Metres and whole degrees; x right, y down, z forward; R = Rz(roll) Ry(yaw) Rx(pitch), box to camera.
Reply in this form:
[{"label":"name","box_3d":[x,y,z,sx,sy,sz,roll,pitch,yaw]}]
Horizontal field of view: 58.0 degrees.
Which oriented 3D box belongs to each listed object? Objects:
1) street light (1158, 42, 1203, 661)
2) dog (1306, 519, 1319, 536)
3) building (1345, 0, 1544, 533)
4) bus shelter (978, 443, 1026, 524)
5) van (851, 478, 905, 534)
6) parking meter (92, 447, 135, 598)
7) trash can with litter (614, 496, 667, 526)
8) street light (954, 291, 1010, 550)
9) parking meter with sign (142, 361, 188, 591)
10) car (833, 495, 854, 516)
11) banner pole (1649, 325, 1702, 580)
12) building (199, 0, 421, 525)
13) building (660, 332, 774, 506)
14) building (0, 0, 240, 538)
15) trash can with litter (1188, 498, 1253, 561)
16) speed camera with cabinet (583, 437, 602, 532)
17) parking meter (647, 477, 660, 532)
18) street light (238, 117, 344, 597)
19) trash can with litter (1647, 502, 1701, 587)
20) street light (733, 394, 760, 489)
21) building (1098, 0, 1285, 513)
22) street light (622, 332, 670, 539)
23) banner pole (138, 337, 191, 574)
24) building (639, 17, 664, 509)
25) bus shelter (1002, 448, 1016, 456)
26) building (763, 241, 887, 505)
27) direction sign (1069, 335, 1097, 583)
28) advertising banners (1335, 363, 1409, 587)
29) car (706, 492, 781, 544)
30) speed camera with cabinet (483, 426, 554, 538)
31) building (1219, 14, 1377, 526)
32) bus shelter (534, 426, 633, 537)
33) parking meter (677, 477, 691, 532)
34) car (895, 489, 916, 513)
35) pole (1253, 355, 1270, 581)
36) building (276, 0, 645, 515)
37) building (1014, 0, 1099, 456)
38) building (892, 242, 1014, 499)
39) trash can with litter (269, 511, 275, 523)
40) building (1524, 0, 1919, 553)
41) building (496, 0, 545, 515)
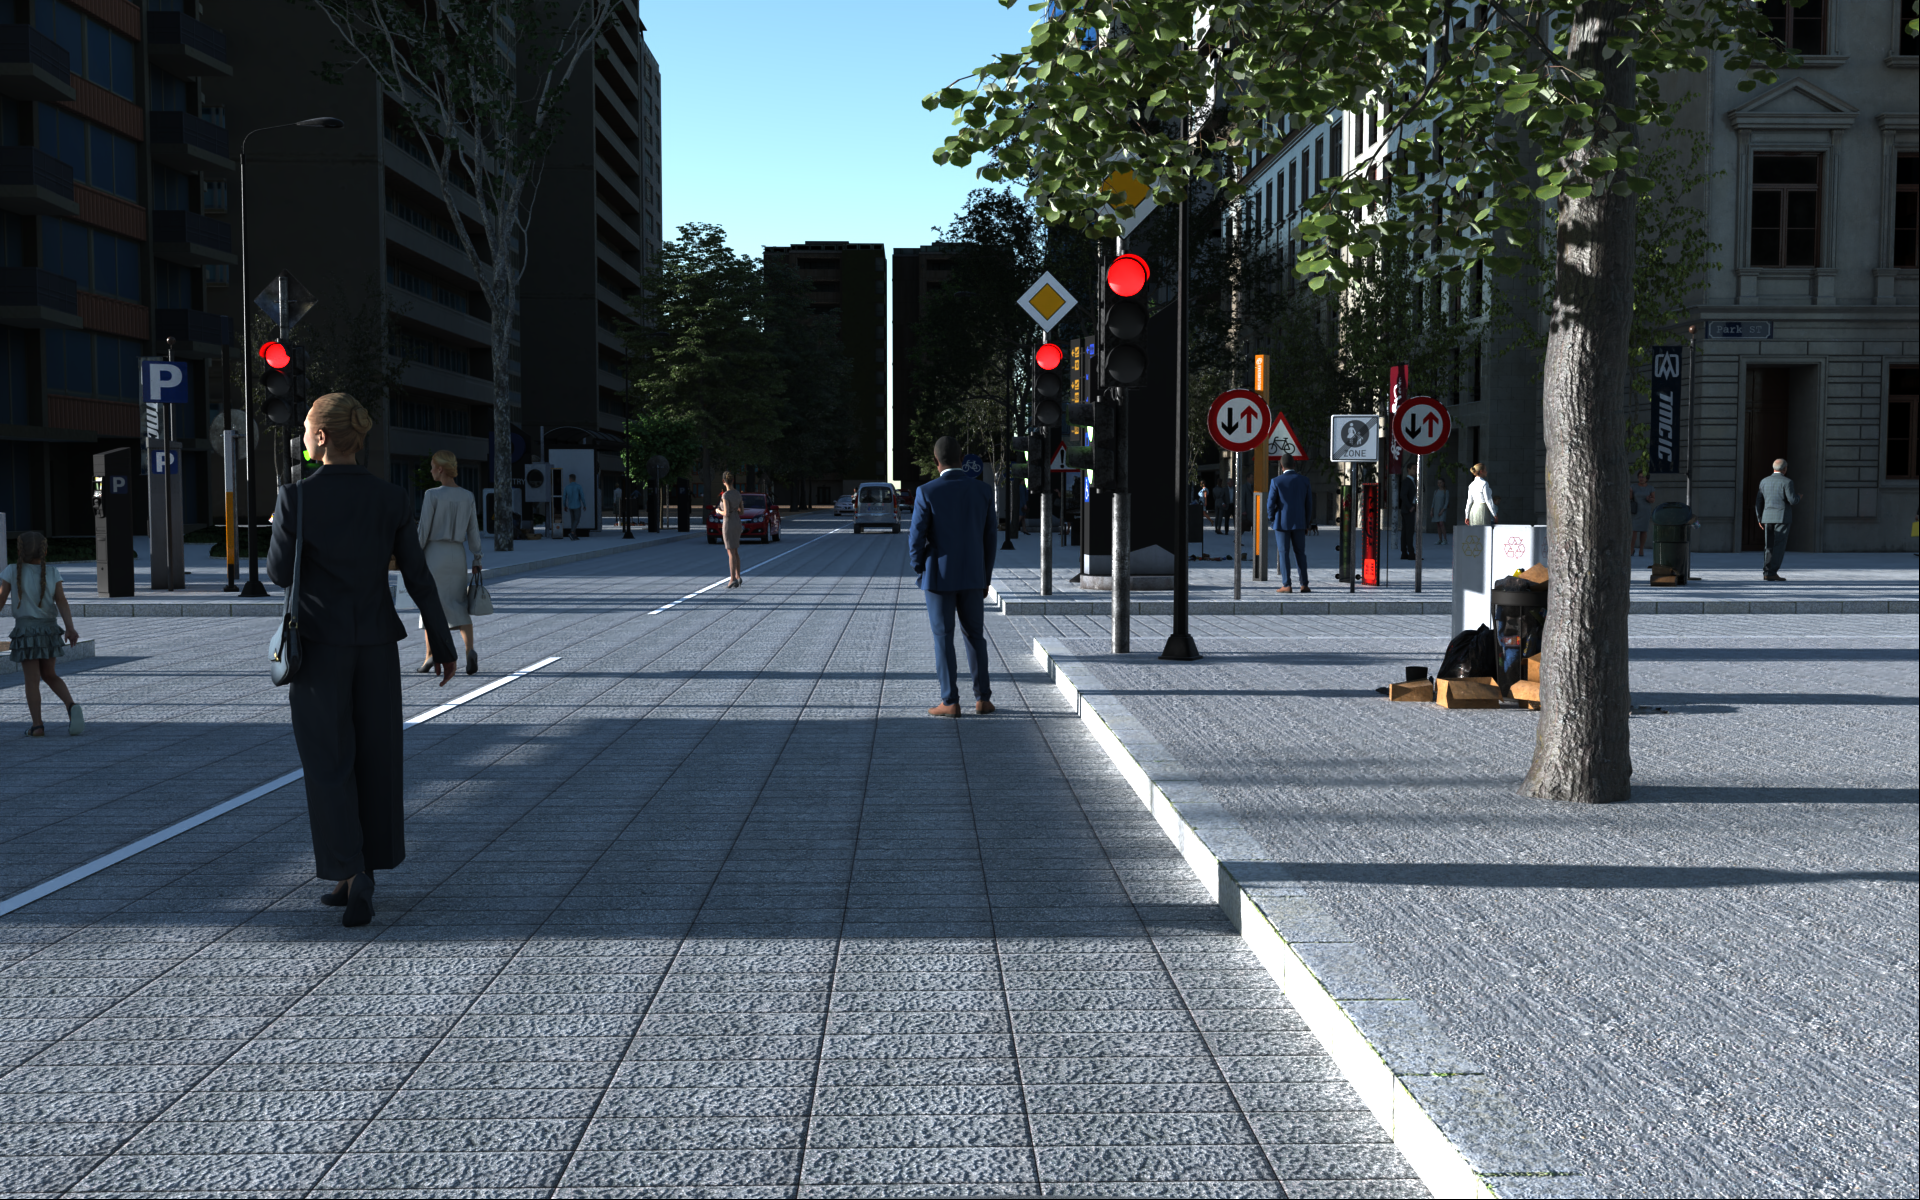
[{"label":"street light","box_3d":[1.176,-2.493,13.303,1.470,5.913,1.316,0,4,-1]},{"label":"dog","box_3d":[10.899,-2.247,53.568,0.406,0.507,0.540,1,4,11]},{"label":"building","box_3d":[20.341,-12.456,58.405,10.420,20.320,16.860,0,4,-1]},{"label":"bus shelter","box_3d":[1.747,-4.701,70.789,2.014,3.302,5.546,0,4,-1]},{"label":"van","box_3d":[-3.048,-3.493,64.125,2.013,2.044,4.112,0,4,-1]},{"label":"parking meter","box_3d":[-10.546,-0.970,21.565,0.255,1.863,0.399,2,4,34]},{"label":"trash can with litter","box_3d":[-13.536,-3.810,73.357,2.233,1.210,1.678,1,4,11]},{"label":"street light","box_3d":[0.563,-4.118,39.863,1.470,5.913,1.316,0,4,-1]},{"label":"parking meter with sign","box_3d":[-10.784,-1.669,23.544,0.543,3.016,1.738,-2,4,-25]},{"label":"car","box_3d":[-7.247,-6.203,113.775,2.083,1.381,4.827,0,3,0]},{"label":"banner pole","box_3d":[10.646,-2.187,25.776,0.863,3.779,0.401,0,4,-4]},{"label":"building","box_3d":[-34.852,-27.961,80.868,21.300,48.544,21.600,0,4,-1]},{"label":"building","box_3d":[-37.109,-22.153,207.239,28.899,21.520,27.650,0,4,-1]},{"label":"building","box_3d":[-34.303,-24.048,47.814,22.147,44.769,28.867,0,4,-1]},{"label":"trash can with litter","box_3d":[4.822,-1.367,33.410,2.233,1.210,1.678,1,4,10]},{"label":"speed camera with cabinet","box_3d":[-12.666,-3.987,59.530,0.660,3.252,2.038,-1,4,-15]},{"label":"parking meter","box_3d":[-10.293,-3.208,58.160,0.255,1.863,0.399,1,4,22]},{"label":"street light","box_3d":[-8.298,-2.995,21.515,1.470,5.913,1.316,0,4,-1]},{"label":"trash can with litter","box_3d":[10.001,-0.789,24.285,0.624,1.170,1.055,2,4,27]},{"label":"street light","box_3d":[-9.740,-6.510,78.979,1.470,5.913,1.316,0,4,-1]},{"label":"building","box_3d":[26.293,-33.995,145.053,28.713,52.752,27.495,0,4,-1]},{"label":"street light","box_3d":[-9.013,-4.722,49.751,1.470,5.913,1.316,0,4,-1]},{"label":"banner pole","box_3d":[-12.761,-2.305,27.697,0.863,3.779,0.401,1,4,14]},{"label":"building","box_3d":[-33.382,-28.575,150.799,14.086,41.232,14.154,0,4,-1]},{"label":"bus shelter","box_3d":[3.120,-5.927,88.187,1.731,3.624,6.357,0,4,-2]},{"label":"building","box_3d":[-15.438,-26.238,200.686,14.107,30.474,14.160,0,4,-1]},{"label":"direction sign","box_3d":[1.786,-2.029,25.166,0.379,3.537,0.876,-1,4,-19]},{"label":"advertising banners","box_3d":[5.754,-1.715,24.232,0.090,3.025,2.074,-1,4,-13]},{"label":"car","box_3d":[-6.369,-2.579,51.203,2.155,1.783,4.494,0,4,0]},{"label":"speed camera with cabinet","box_3d":[-12.884,-3.436,50.507,2.038,3.252,0.660,1,4,14]},{"label":"building","box_3d":[22.158,-15.255,82.704,16.112,22.955,30.059,0,4,-1]},{"label":"bus shelter","box_3d":[-11.682,-3.682,54.131,2.014,3.302,5.546,0,4,-1]},{"label":"parking meter","box_3d":[-9.355,-3.241,58.699,0.399,1.863,0.255,1,4,10]},{"label":"car","box_3d":[-4.436,-7.492,131.168,2.281,1.827,5.304,0,4,0]},{"label":"pole","box_3d":[4.430,-1.934,25.466,0.158,3.312,0.155,0,3,0]},{"label":"building","box_3d":[-36.364,-30.999,130.536,21.300,48.544,21.600,0,4,-1]},{"label":"building","box_3d":[21.571,-54.530,204.233,31.000,86.520,22.319,0,4,-1]},{"label":"building","box_3d":[-0.931,-26.302,201.733,14.107,30.474,14.160,0,4,-1]},{"label":"trash can with litter","box_3d":[-11.576,-1.156,30.281,0.624,1.170,1.055,0,3,0]},{"label":"building","box_3d":[25.743,-12.608,42.290,21.152,22.565,11.583,0,4,-1]},{"label":"building","box_3d":[-41.203,-25.445,107.905,32.217,40.220,23.993,0,4,-1]}]
